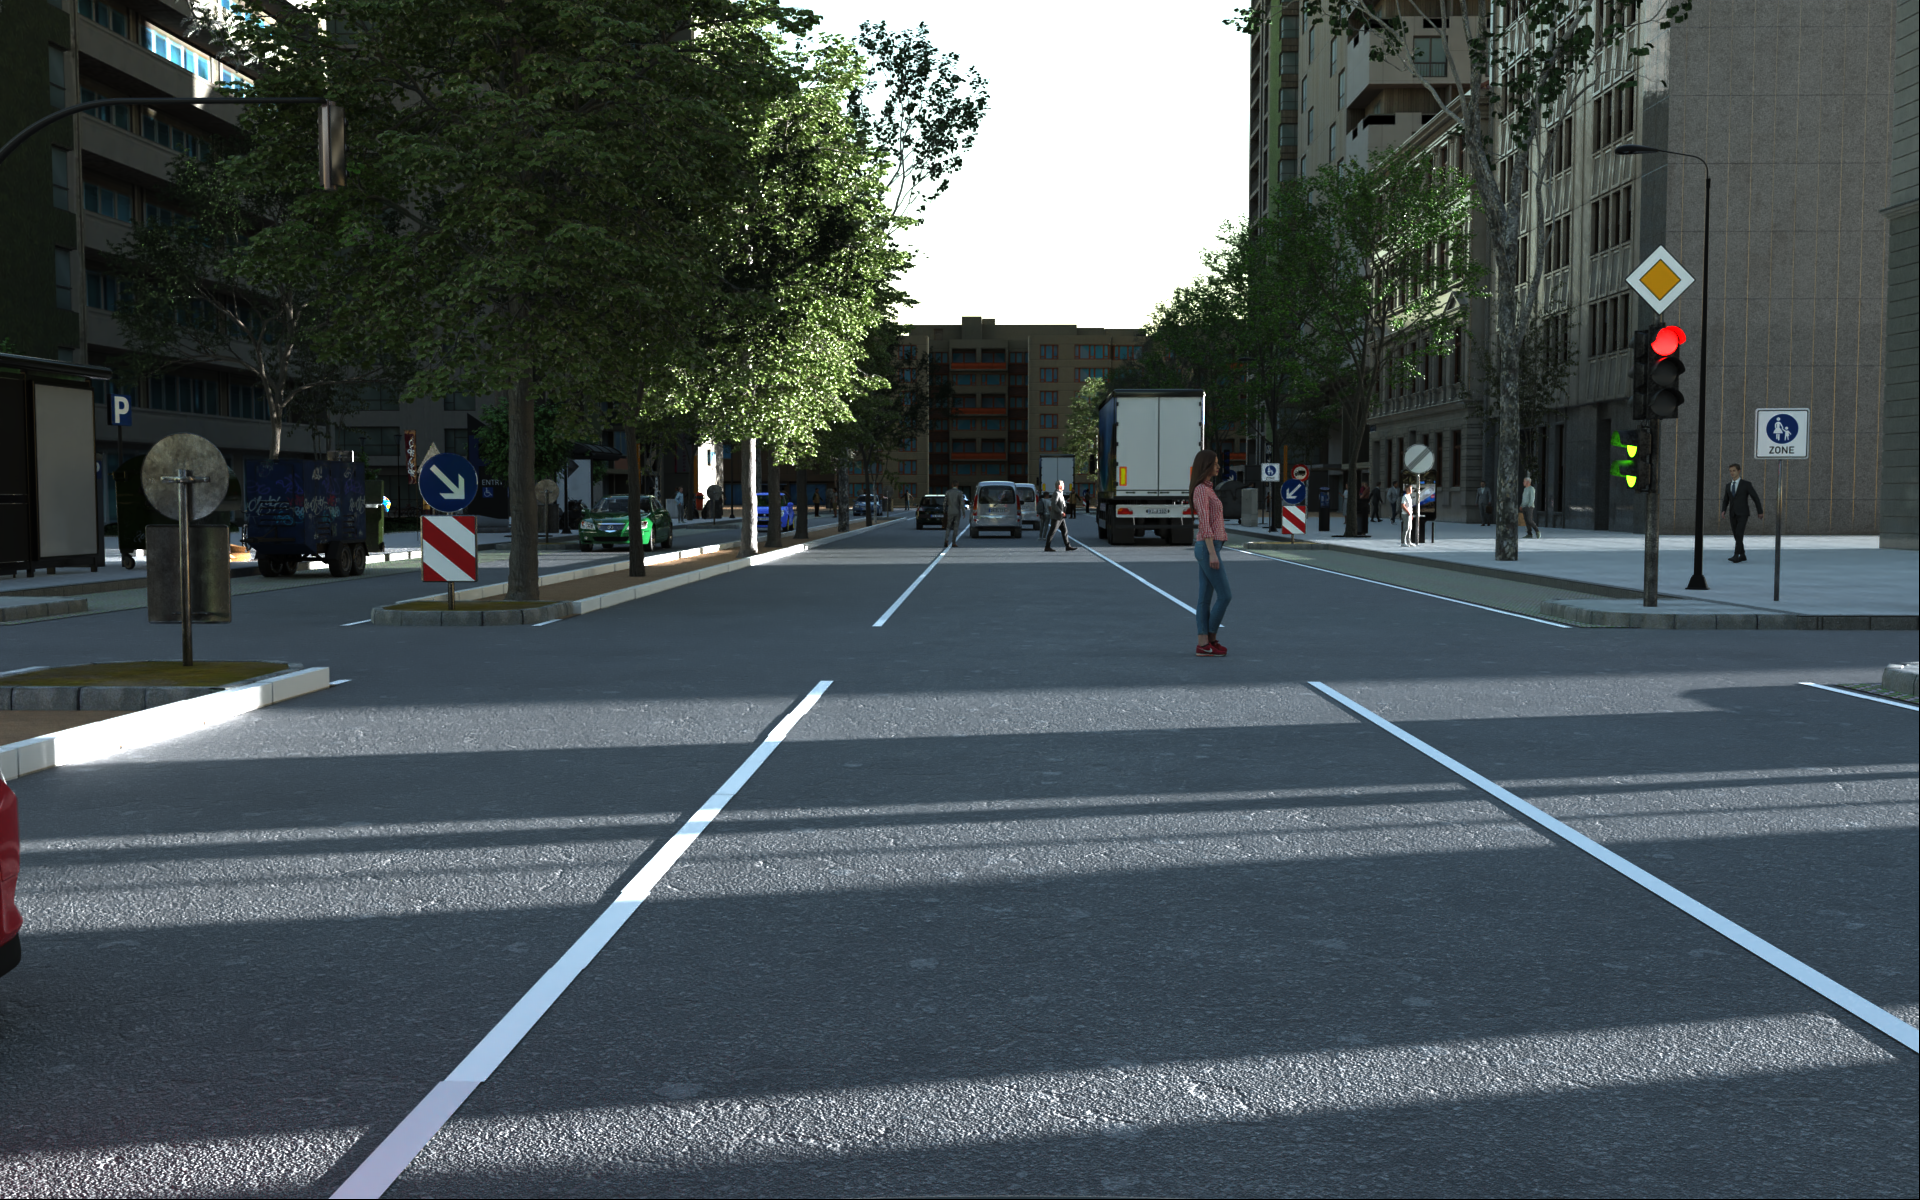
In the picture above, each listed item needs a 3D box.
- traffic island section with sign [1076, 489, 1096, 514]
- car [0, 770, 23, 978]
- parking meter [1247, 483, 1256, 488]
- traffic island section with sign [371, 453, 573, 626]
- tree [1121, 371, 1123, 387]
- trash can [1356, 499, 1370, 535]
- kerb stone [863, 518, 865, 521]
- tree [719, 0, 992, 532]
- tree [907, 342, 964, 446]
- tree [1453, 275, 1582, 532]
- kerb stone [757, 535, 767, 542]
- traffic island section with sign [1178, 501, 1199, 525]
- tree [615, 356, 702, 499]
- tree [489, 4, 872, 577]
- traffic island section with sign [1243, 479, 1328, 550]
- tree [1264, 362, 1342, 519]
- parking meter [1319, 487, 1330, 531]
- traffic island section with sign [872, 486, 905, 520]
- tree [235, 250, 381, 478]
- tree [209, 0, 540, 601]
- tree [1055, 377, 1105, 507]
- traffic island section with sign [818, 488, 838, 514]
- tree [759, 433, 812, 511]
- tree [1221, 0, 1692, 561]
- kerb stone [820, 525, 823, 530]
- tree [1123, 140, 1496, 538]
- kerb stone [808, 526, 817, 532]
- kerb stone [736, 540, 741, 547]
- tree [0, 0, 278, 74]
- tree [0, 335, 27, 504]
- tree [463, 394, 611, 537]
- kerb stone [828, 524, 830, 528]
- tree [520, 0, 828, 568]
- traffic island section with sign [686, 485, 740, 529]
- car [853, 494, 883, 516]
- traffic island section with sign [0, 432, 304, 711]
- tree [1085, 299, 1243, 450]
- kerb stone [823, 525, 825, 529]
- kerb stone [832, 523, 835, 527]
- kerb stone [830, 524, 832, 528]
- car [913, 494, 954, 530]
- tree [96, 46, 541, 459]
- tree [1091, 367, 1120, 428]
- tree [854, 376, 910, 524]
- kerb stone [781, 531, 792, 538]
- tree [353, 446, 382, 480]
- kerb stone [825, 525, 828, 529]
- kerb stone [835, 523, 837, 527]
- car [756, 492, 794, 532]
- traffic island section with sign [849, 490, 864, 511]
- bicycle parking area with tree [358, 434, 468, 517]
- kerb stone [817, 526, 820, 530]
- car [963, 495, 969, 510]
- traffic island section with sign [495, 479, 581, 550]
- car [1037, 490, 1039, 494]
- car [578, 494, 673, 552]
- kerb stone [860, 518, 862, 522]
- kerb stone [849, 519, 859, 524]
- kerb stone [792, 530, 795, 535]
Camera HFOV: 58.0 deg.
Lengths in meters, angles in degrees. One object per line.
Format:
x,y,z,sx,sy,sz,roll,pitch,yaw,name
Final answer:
10.697,-8.561,148.603,1.989,1.847,2.006,0,4,1,traffic island section with sign
-3.390,0.386,2.729,2.155,1.783,4.494,0,4,3,car
14.914,-5.077,88.717,0.255,1.863,0.399,-2,4,-34,parking meter
-5.617,-0.709,19.725,2.006,1.907,1.989,0,4,1,traffic island section with sign
11.799,-8.494,64.639,9.928,11.665,9.643,0,3,0,tree
12.411,-2.587,53.954,0.748,1.137,0.748,0,3,0,trash can
-5.159,-4.138,89.855,0.120,0.150,1.000,0,4,1,kerb stone
-5.592,-12.684,65.731,12.611,20.169,13.585,0,3,0,tree
-3.963,-8.520,76.178,8.767,10.594,7.601,0,4,1,tree
18.753,-6.559,57.610,4.360,8.622,3.978,0,3,0,tree
-5.991,-1.818,51.925,0.120,0.150,1.000,0,4,1,kerb stone
9.054,-3.906,72.489,1.989,1.847,2.006,0,4,1,traffic island section with sign
-13.437,-7.737,76.868,4.737,8.622,4.395,0,3,0,tree
-5.550,-5.695,29.989,8.767,10.594,7.601,0,4,1,tree
8.464,-2.237,45.201,1.989,1.847,2.006,0,4,1,traffic island section with sign
17.985,-8.542,90.018,4.360,8.622,3.978,0,3,0,tree
12.599,-3.148,59.883,0.372,1.533,0.369,0,3,0,parking meter
-4.001,-5.303,94.846,2.006,1.907,1.989,0,4,1,traffic island section with sign
-18.045,-6.014,48.698,4.360,8.622,3.978,0,3,0,tree
-5.665,-6.211,22.128,7.486,12.596,7.792,0,3,0,tree
13.077,-15.296,168.220,7.486,12.596,7.792,0,3,0,tree
-9.104,-6.930,121.927,1.989,1.847,2.006,0,4,1,traffic island section with sign
-12.220,-12.636,132.355,9.928,11.665,9.643,0,3,0,tree
9.098,-10.816,32.727,12.611,20.169,13.585,0,3,0,tree
-5.627,-2.821,68.321,0.120,0.150,1.000,0,4,1,kerb stone
11.777,-7.663,51.038,9.928,11.665,9.643,0,3,0,tree
-5.677,-2.696,66.277,0.120,0.150,1.000,0,4,1,kerb stone
-6.091,-1.505,46.806,0.120,0.150,1.000,0,4,1,kerb stone
-6.186,-5.755,6.926,12.009,13.543,11.850,0,3,0,tree
-19.779,-3.197,35.986,4.285,4.588,4.351,0,3,0,tree
-13.052,-4.179,52.036,4.285,4.588,4.351,0,3,0,tree
-5.561,-3.009,71.394,0.120,0.150,1.000,0,4,1,kerb stone
-4.826,-7.232,38.832,7.486,12.596,7.792,0,3,0,tree
-10.195,-3.860,71.739,1.989,1.847,2.006,0,4,1,traffic island section with sign
-6.062,-6.269,114.497,2.014,1.417,4.499,0,4,1,car
-5.787,-0.256,12.320,2.006,1.907,1.989,0,4,1,traffic island section with sign
13.072,-12.089,108.026,12.009,13.543,11.850,0,3,0,tree
-5.613,-2.884,69.343,0.120,0.150,1.000,0,4,1,kerb stone
-5.519,-3.133,73.456,0.120,0.150,1.000,0,4,1,kerb stone
-5.546,-3.072,72.425,0.120,0.150,1.000,0,4,1,kerb stone
-0.924,-3.741,70.947,2.009,1.686,4.222,0,4,0,car
-14.005,-6.183,35.501,7.601,10.594,8.767,1,4,9,tree
12.118,-9.573,82.274,9.928,11.665,9.643,0,3,0,tree
-4.059,-7.975,83.208,4.737,8.622,4.395,0,3,0,tree
-5.854,-2.194,58.073,0.120,0.150,1.000,0,4,1,kerb stone
-23.935,-4.580,69.481,1.663,3.219,1.824,0,3,0,tree
-5.590,-2.945,70.365,0.120,0.150,1.000,0,4,1,kerb stone
-5.502,-3.195,74.486,0.120,0.150,1.000,0,4,1,kerb stone
-7.317,-3.477,66.434,1.945,1.707,3.694,0,4,-1,car
-8.513,-8.606,149.333,1.989,1.847,2.006,0,4,1,traffic island section with sign
-28.496,-6.033,85.646,9.016,4.147,8.231,-2,4,-24,bicycle parking area with tree
-5.651,-2.759,67.299,0.120,0.150,1.000,0,4,1,kerb stone
-0.104,-9.051,159.988,2.014,1.417,4.499,0,4,2,car
-10.771,-2.212,44.790,1.989,1.847,2.006,0,4,1,traffic island section with sign
7.313,-8.768,152.033,2.281,1.827,5.304,0,4,1,car
-8.566,-2.009,44.645,2.131,1.459,4.920,0,4,-1,car
-5.211,-4.010,87.811,0.120,0.150,1.000,0,4,1,kerb stone
-5.248,-3.885,85.758,0.120,0.150,1.000,0,4,1,kerb stone
-5.828,-2.254,59.103,0.120,0.150,1.000,0,4,1,kerb stone
